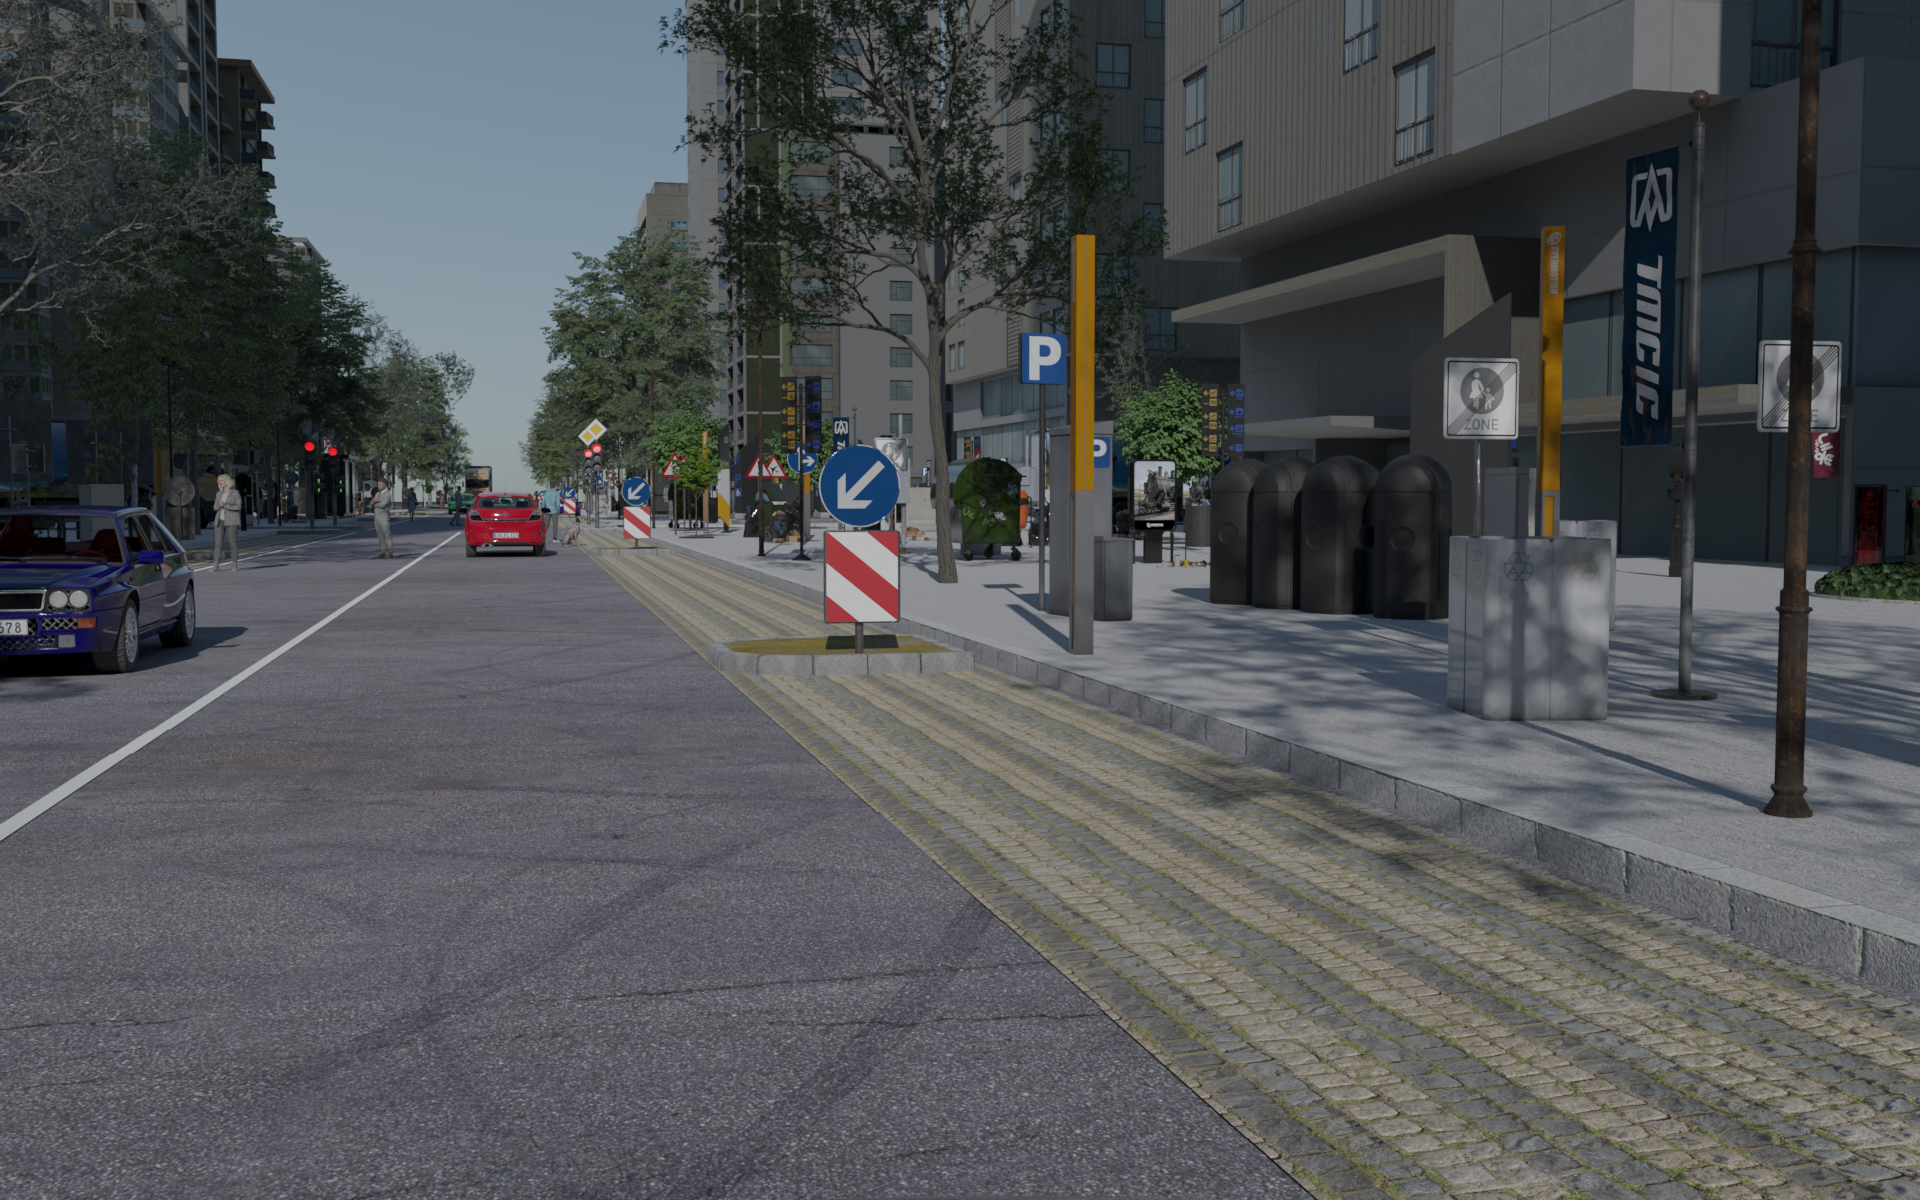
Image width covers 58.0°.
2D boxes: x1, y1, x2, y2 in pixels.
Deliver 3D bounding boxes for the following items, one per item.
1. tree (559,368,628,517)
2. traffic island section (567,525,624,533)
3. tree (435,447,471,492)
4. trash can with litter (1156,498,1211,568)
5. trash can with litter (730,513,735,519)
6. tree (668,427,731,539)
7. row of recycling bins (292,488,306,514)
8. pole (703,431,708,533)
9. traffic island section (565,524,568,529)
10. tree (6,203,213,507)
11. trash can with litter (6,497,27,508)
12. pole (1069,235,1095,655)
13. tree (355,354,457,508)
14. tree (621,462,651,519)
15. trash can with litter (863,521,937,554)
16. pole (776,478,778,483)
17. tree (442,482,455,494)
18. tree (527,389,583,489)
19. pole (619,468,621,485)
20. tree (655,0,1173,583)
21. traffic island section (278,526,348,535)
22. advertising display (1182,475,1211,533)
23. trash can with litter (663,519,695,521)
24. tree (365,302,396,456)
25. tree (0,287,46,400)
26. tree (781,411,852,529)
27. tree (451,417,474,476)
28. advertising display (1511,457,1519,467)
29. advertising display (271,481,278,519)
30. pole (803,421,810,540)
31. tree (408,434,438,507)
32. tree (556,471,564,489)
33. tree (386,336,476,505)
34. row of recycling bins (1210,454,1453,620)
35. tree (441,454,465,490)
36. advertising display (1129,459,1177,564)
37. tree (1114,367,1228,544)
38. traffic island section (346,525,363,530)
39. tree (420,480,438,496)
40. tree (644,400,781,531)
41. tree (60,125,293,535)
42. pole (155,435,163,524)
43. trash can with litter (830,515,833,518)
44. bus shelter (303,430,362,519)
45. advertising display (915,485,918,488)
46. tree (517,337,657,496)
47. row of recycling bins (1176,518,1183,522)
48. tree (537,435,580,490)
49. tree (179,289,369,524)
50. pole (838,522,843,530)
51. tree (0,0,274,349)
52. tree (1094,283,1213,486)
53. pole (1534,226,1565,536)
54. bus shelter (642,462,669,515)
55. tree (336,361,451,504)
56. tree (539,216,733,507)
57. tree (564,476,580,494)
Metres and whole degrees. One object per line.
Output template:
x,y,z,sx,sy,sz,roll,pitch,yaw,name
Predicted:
-20.033,-9.026,97.943,4.360,8.622,3.978,0,3,0,tree
-13.547,-2.601,64.811,2.009,0.180,2.903,-1,4,-14,traffic island section
-86.198,-22.052,294.966,7.601,10.594,8.767,-1,4,-8,tree
4.631,-1.196,30.610,2.233,1.210,1.678,1,4,10,trash can with litter
-11.349,-4.738,88.854,1.055,1.170,0.624,-1,4,-13,trash can with litter
-7.749,-3.409,50.339,1.663,3.219,1.824,0,3,0,tree
-42.248,-6.368,111.223,1.069,1.692,3.534,-1,4,-9,row of recycling bins
-8.301,-3.831,56.486,0.158,3.312,0.155,0,3,0,pole
-15.519,-3.075,72.550,2.009,0.180,2.903,-1,4,-14,traffic island section
-20.915,-5.677,43.189,4.737,8.622,4.395,0,3,0,tree
-26.419,-2.337,49.275,1.678,1.210,2.233,-1,4,-12,trash can with litter
0.971,-1.219,13.779,0.158,3.312,0.155,0,3,0,pole
-49.718,-15.190,155.017,9.857,13.997,8.962,0,3,0,tree
-17.095,-5.818,89.723,1.663,3.219,1.824,0,3,0,tree
-1.725,-1.614,37.440,1.678,1.210,2.233,-3,5,-44,trash can with litter
-10.798,-6.626,102.184,0.158,3.312,0.155,0,3,0,pole
-69.899,-14.766,236.023,1.663,3.219,1.824,0,3,0,tree
-40.509,-15.831,176.960,7.486,12.596,7.792,0,3,0,tree
-23.835,-7.790,121.217,0.158,3.312,0.155,0,3,0,pole
-0.506,-5.523,24.717,7.601,10.594,8.767,0,4,7,tree
-23.328,-2.450,62.332,2.009,0.180,2.903,-1,4,-14,traffic island section
7.737,-3.152,56.742,0.974,1.923,0.123,2,4,32,advertising display
-13.521,-4.466,84.069,2.233,1.210,1.678,-3,4,-37,trash can with litter
-31.115,-10.081,82.951,7.486,12.596,7.792,0,3,0,tree
-32.271,-6.512,56.835,4.360,8.622,3.978,0,3,0,tree
-5.575,-4.938,64.444,4.285,4.588,4.351,0,3,0,tree
-68.462,-18.607,229.980,9.928,11.665,9.643,0,3,0,tree
9.636,-1.552,30.588,0.123,1.923,0.974,0,4,-1,advertising display
-38.023,-5.561,96.136,0.123,1.923,0.974,-2,4,-33,advertising display
-4.280,-3.324,48.195,0.158,3.312,0.155,0,3,0,pole
-54.922,-13.855,176.889,4.360,8.622,3.978,0,3,0,tree
-57.035,-18.112,246.500,4.737,8.622,4.395,0,3,0,tree
-65.259,-21.576,208.649,12.611,20.169,13.585,0,3,0,tree
4.003,-0.735,19.135,1.069,1.692,3.534,-2,4,-30,row of recycling bins
-80.901,-19.929,276.197,4.737,8.622,4.395,0,3,0,tree
3.568,-1.639,32.005,0.974,1.923,0.123,-2,4,-28,advertising display
5.603,-3.750,45.023,4.285,4.588,4.351,0,3,0,tree
-25.300,-2.923,70.070,2.009,0.180,2.903,-1,4,-14,traffic island section
-56.045,-11.472,182.172,1.663,3.219,1.824,0,3,0,tree
-9.446,-4.722,60.925,4.285,4.588,4.351,0,3,0,tree
-24.096,-8.331,54.346,7.486,12.596,7.792,0,3,0,tree
-27.697,-4.039,59.881,0.158,3.312,0.155,0,3,0,pole
-7.000,-5.333,98.580,0.624,1.170,1.055,0,4,6,trash can with litter
-33.514,-7.009,92.222,2.179,5.291,8.768,-1,4,-14,bus shelter
-3.030,-7.045,120.403,0.123,1.923,0.974,0,4,6,advertising display
-28.347,-13.694,134.273,12.009,13.543,11.850,0,3,0,tree
9.969,-4.465,80.123,1.069,1.692,3.534,-2,4,-31,row of recycling bins
-53.923,-18.960,235.757,9.928,11.665,9.643,0,3,0,tree
-29.743,-8.581,74.711,8.767,10.594,7.601,-1,4,-10,tree
-4.292,-4.175,62.097,0.158,3.312,0.155,0,3,0,pole
-16.552,-7.099,26.442,12.009,13.543,11.850,0,3,0,tree
6.390,-6.714,60.138,4.360,8.622,3.978,0,3,0,tree
4.535,-1.193,13.342,0.158,3.312,0.155,0,3,0,pole
-18.981,-8.098,110.041,2.179,5.291,8.768,-1,4,-14,bus shelter
-44.895,-12.729,133.876,9.928,11.665,9.643,0,3,0,tree
-15.204,-10.651,80.793,9.857,13.997,8.962,0,3,0,tree
-38.134,-10.818,171.478,1.663,3.219,1.824,0,3,0,tree
